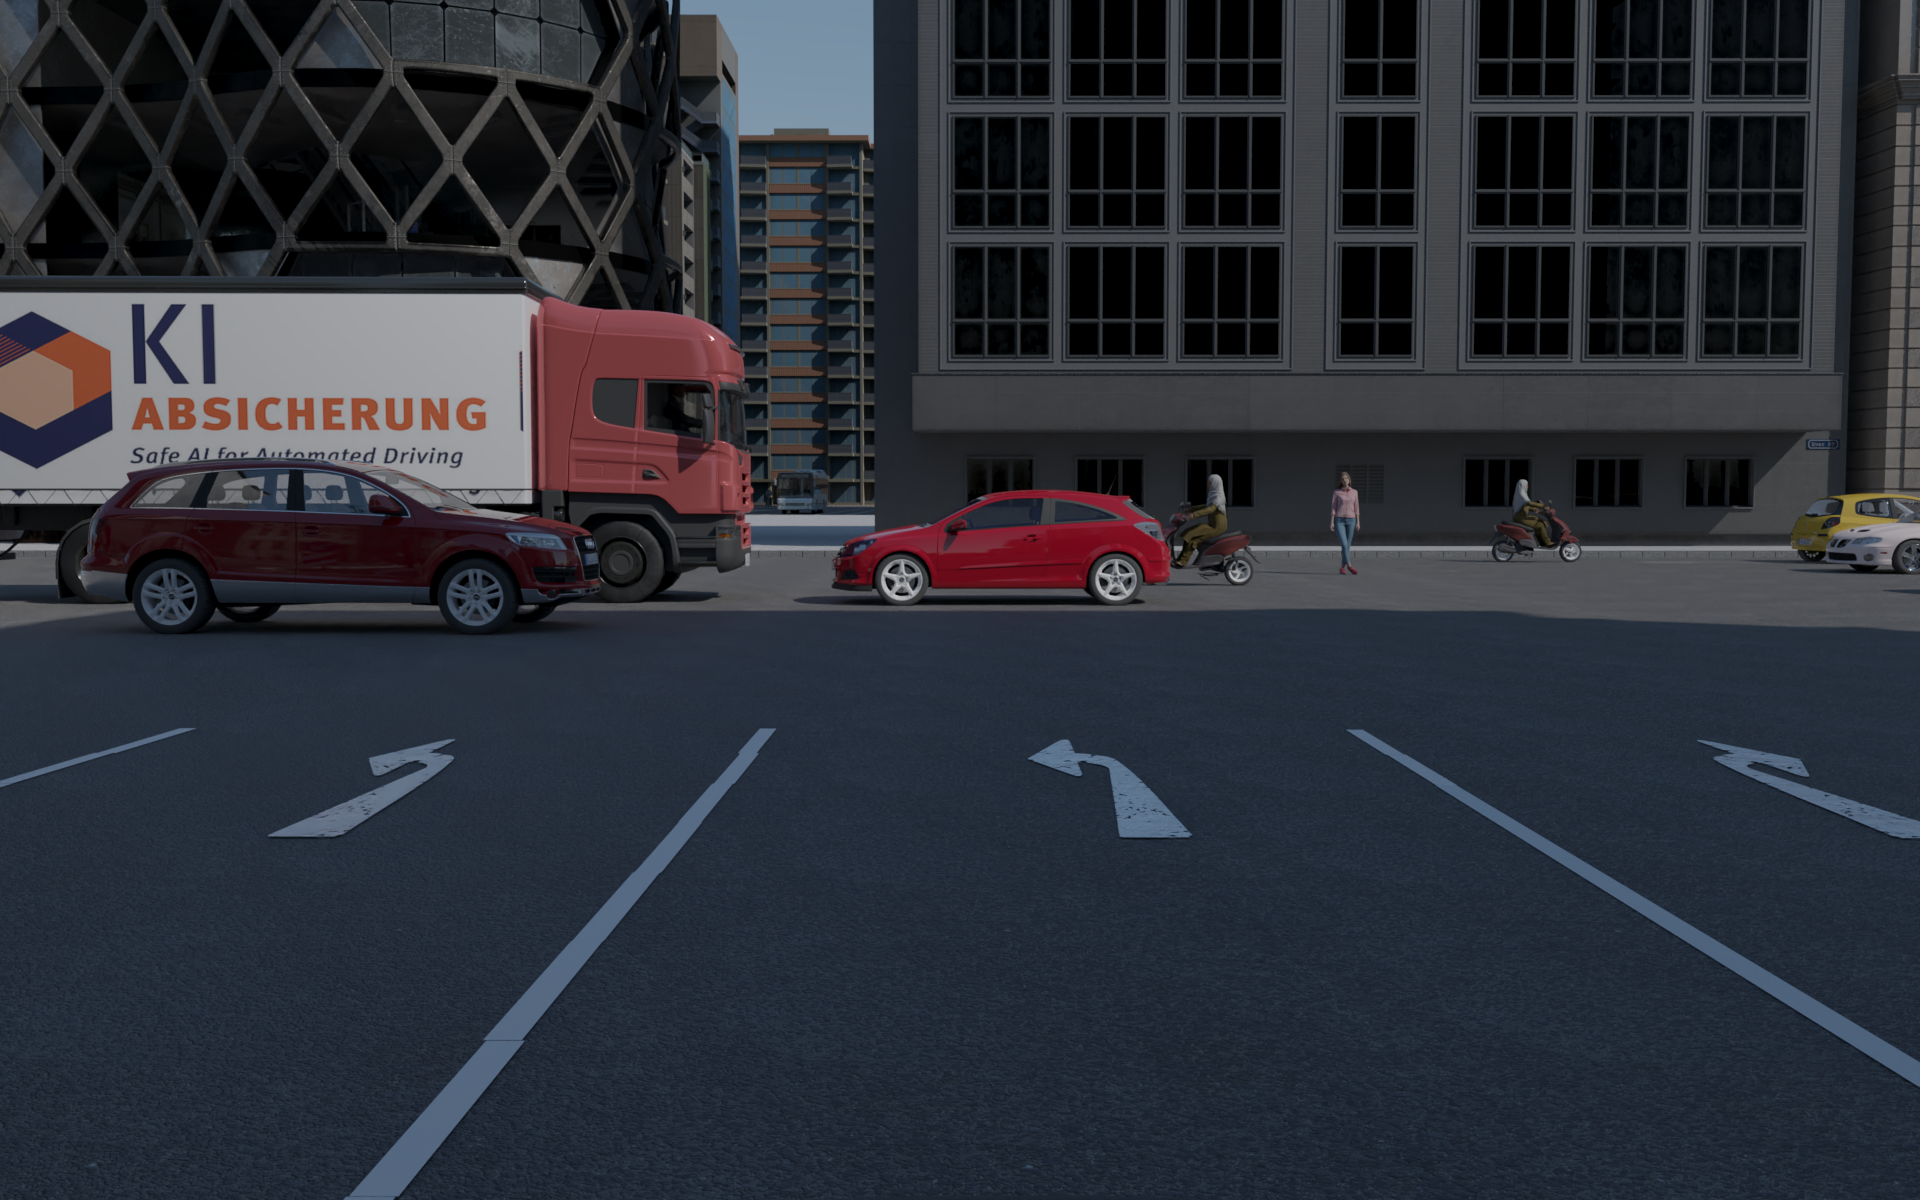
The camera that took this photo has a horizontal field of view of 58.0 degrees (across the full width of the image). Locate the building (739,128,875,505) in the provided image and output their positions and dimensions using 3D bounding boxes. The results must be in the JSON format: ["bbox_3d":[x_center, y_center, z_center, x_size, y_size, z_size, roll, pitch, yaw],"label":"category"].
[{"bbox_3d":[-19.559,-33.985,210.274,28.867,44.769,22.147,0,4,0],"label":"building"}]

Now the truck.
[{"bbox_3d":[-7.873,-2.121,23.587,11.283,4.237,2.839,0,4,-2],"label":"truck"}]

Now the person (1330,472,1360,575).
[{"bbox_3d":[6.842,-1.366,30.846,0.555,1.821,0.388,-1,4,-15],"label":"person"}]

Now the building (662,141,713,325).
[{"bbox_3d":[-28.056,-22.559,140.540,14.160,30.474,14.107,0,4,0],"label":"building"}]

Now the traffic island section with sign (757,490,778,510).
[{"bbox_3d":[-17.643,-9.262,160.058,1.989,1.847,2.006,0,4,0],"label":"traffic island section with sign"}]

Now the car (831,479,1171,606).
[{"bbox_3d":[0.540,-0.853,22.993,4.494,1.783,2.155,0,4,-1],"label":"car"}]

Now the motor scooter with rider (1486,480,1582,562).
[{"bbox_3d":[12.072,-1.675,36.348,1.986,1.779,0.876,0,4,0],"label":"motor scooter with rider"}]

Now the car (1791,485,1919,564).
[{"bbox_3d":[19.546,-1.584,36.118,3.980,1.641,2.015,0,4,-2],"label":"car"}]

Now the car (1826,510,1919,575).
[{"bbox_3d":[18.418,-1.180,31.654,4.827,1.381,2.083,0,4,0],"label":"car"}]

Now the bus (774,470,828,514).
[{"bbox_3d":[-11.484,-8.056,126.568,2.948,3.499,13.247,0,4,0],"label":"bus"}]

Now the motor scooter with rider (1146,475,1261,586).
[{"bbox_3d":[3.715,-1.111,27.136,1.986,1.779,0.876,0,4,0],"label":"motor scooter with rider"}]

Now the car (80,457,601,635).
[{"bbox_3d":[-6.539,-0.605,18.569,5.304,1.827,2.281,0,4,2],"label":"car"}]

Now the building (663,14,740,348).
[{"bbox_3d":[-28.432,-31.221,160.569,14.200,45.320,14.600,0,4,0],"label":"building"}]

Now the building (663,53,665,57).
[{"bbox_3d":[-32.294,-28.360,118.307,22.147,44.769,28.867,0,4,0],"label":"building"}]

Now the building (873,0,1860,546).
[{"bbox_3d":[9.813,-15.514,47.163,24.014,27.812,14.314,0,4,0],"label":"building"}]

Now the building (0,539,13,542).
[{"bbox_3d":[-35.067,-13.336,46.922,19.941,23.489,11.050,0,4,0],"label":"building"}]

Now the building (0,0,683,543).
[{"bbox_3d":[-16.261,-11.140,49.590,16.811,18.784,16.820,0,4,0],"label":"building"}]

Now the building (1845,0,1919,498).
[{"bbox_3d":[34.369,-15.243,46.492,25.104,27.353,12.463,0,4,0],"label":"building"}]
